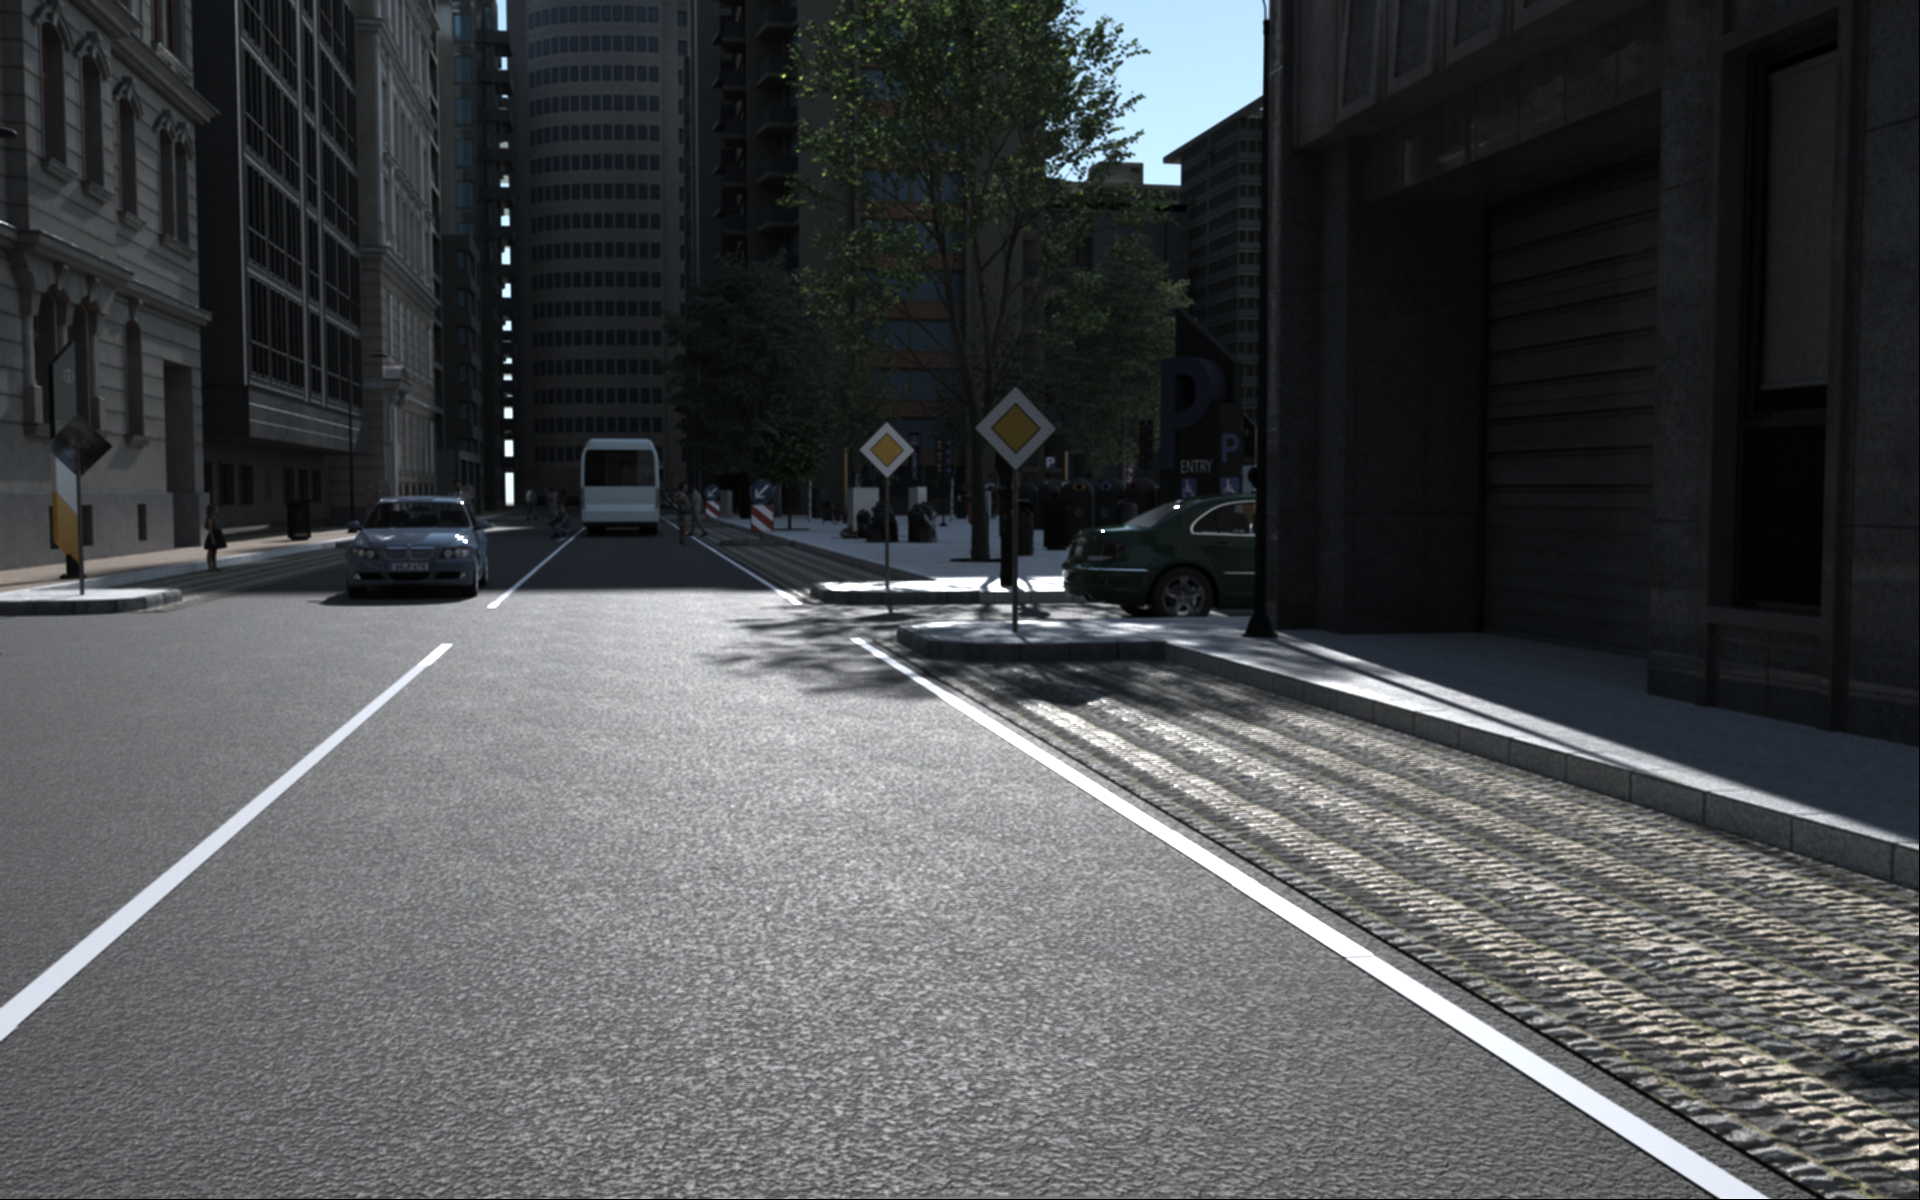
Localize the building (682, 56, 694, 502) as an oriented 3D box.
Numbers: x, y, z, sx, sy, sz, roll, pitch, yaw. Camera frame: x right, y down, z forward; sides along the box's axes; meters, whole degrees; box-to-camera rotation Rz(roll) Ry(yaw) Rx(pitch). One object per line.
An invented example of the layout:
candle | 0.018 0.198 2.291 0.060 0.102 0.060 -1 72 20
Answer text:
building | -19.503 -29.557 166.848 14.154 41.232 14.086 -1 4 -11

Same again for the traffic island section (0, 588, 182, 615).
traffic island section | -11.192 0.015 22.041 2.009 0.180 2.903 -1 4 -11

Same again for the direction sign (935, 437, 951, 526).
direction sign | -0.669 -4.731 69.342 0.379 3.537 0.876 3 5 44

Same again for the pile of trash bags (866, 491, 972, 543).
pile of trash bags | -0.897 -2.247 46.485 3.447 1.369 1.912 1 4 15

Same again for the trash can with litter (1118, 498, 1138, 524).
trash can with litter | 2.653 -1.184 30.420 1.678 1.210 2.233 3 4 38

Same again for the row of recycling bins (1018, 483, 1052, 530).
row of recycling bins | 3.649 -3.376 62.316 3.534 1.692 1.069 2 4 30

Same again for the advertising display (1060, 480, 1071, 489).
advertising display | 5.177 -4.633 80.963 0.974 1.923 0.123 1 4 13

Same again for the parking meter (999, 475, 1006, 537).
parking meter | 1.359 -2.827 51.938 0.255 1.863 0.399 -1 4 -21

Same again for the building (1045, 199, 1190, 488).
building | 14.072 -24.564 173.329 14.107 30.474 14.160 -1 4 -11

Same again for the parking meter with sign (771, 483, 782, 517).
parking meter with sign | -10.389 -6.231 98.144 0.543 3.016 1.738 0 4 3

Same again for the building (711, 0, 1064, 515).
building | -5.474 -28.375 118.554 22.147 44.769 28.867 -1 4 -11

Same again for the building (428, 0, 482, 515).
building | -39.693 -40.602 102.098 20.563 71.187 20.611 -1 4 -11

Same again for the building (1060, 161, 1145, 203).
building | 18.760 -31.403 205.321 23.993 40.220 32.217 -1 4 -11

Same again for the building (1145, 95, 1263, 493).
building | 34.432 -29.126 168.098 23.993 40.220 32.217 -1 4 -11

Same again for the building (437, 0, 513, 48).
building | -55.646 -32.721 154.600 30.456 49.044 23.786 -1 4 -11

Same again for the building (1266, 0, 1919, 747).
building | 10.706 -11.581 7.373 12.078 24.808 19.932 -1 4 -11

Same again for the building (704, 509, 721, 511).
building | -12.080 -36.939 145.946 21.231 58.520 28.212 -1 4 -11

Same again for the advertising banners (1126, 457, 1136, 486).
advertising banners | 7.334 -5.263 82.239 2.074 3.025 0.090 1 4 13

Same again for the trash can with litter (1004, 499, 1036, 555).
trash can with litter | 1.284 -1.534 36.464 0.624 1.170 1.055 0 4 7

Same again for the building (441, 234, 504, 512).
building | -48.985 -17.267 127.347 27.650 21.520 28.899 -1 4 -11

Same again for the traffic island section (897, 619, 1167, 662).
traffic island section | 0.531 0.374 16.168 2.009 0.180 2.903 -1 4 -11

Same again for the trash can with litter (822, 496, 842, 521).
trash can with litter | -6.094 -4.383 83.043 1.055 1.170 0.624 1 4 14

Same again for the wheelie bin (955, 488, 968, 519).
wheelie bin | 0.090 -5.072 90.836 0.693 1.594 0.980 0 4 -1

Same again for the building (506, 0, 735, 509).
building | -34.544 -39.602 189.484 28.212 58.520 21.231 -1 4 -11

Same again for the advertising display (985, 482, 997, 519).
advertising display | 1.635 -5.218 90.533 0.123 1.923 0.974 -2 4 -31

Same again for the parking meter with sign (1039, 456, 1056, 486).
parking meter with sign | 4.018 -5.184 81.020 0.543 3.016 1.738 -1 4 -11

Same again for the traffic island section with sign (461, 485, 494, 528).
traffic island section with sign | -20.853 -3.970 73.533 1.989 1.847 2.006 -1 4 -11

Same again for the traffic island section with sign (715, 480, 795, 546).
traffic island section with sign | -5.674 -2.418 48.158 1.989 1.847 2.006 -1 4 -11

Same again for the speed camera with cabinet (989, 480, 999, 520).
speed camera with cabinet | 1.570 -5.650 86.711 2.038 3.252 0.660 0 4 -4

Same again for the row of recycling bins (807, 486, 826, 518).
row of recycling bins | -7.697 -5.244 92.846 1.069 1.692 3.534 0 4 -6

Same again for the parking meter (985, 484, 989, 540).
parking meter | 0.481 -1.925 39.881 0.372 1.533 0.369 0 3 0

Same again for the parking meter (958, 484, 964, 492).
parking meter | 0.079 -5.731 99.420 0.255 1.863 0.399 1 4 16

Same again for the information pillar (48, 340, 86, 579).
information pillar | -13.539 -2.132 26.213 0.183 3.616 0.504 1 4 13

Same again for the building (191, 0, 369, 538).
building | -27.700 -15.938 54.092 14.314 27.812 24.014 -1 4 -11

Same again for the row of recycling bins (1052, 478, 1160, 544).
row of recycling bins | 4.216 -2.268 44.193 3.534 1.692 1.069 2 4 34

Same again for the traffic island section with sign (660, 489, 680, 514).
traffic island section with sign | -20.404 -7.060 124.056 1.989 1.847 2.006 -1 4 -11

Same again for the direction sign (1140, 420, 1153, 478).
direction sign | 5.731 -3.752 53.334 0.379 3.537 0.876 -1 4 -20

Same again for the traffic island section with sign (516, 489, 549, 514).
traffic island section with sign | -30.360 -6.969 122.566 1.989 1.847 2.006 -1 4 -11

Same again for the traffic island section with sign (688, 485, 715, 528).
traffic island section with sign | -10.812 -4.036 74.621 1.989 1.847 2.006 -1 4 -11

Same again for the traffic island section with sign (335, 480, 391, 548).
traffic island section with sign | -15.633 -2.323 46.603 1.989 1.847 2.006 -1 4 -11

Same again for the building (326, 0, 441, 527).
building | -30.583 -17.739 75.940 13.634 28.700 20.117 -1 4 -11

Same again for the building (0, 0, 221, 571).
building | -22.812 -14.874 30.586 14.401 28.519 23.554 -1 4 -11

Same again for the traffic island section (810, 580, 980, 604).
traffic island section | -0.989 -0.106 24.007 2.009 0.180 2.903 -1 4 -11

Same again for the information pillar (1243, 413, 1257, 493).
information pillar | 8.391 -3.601 50.235 0.183 3.616 0.504 -3 4 -36
